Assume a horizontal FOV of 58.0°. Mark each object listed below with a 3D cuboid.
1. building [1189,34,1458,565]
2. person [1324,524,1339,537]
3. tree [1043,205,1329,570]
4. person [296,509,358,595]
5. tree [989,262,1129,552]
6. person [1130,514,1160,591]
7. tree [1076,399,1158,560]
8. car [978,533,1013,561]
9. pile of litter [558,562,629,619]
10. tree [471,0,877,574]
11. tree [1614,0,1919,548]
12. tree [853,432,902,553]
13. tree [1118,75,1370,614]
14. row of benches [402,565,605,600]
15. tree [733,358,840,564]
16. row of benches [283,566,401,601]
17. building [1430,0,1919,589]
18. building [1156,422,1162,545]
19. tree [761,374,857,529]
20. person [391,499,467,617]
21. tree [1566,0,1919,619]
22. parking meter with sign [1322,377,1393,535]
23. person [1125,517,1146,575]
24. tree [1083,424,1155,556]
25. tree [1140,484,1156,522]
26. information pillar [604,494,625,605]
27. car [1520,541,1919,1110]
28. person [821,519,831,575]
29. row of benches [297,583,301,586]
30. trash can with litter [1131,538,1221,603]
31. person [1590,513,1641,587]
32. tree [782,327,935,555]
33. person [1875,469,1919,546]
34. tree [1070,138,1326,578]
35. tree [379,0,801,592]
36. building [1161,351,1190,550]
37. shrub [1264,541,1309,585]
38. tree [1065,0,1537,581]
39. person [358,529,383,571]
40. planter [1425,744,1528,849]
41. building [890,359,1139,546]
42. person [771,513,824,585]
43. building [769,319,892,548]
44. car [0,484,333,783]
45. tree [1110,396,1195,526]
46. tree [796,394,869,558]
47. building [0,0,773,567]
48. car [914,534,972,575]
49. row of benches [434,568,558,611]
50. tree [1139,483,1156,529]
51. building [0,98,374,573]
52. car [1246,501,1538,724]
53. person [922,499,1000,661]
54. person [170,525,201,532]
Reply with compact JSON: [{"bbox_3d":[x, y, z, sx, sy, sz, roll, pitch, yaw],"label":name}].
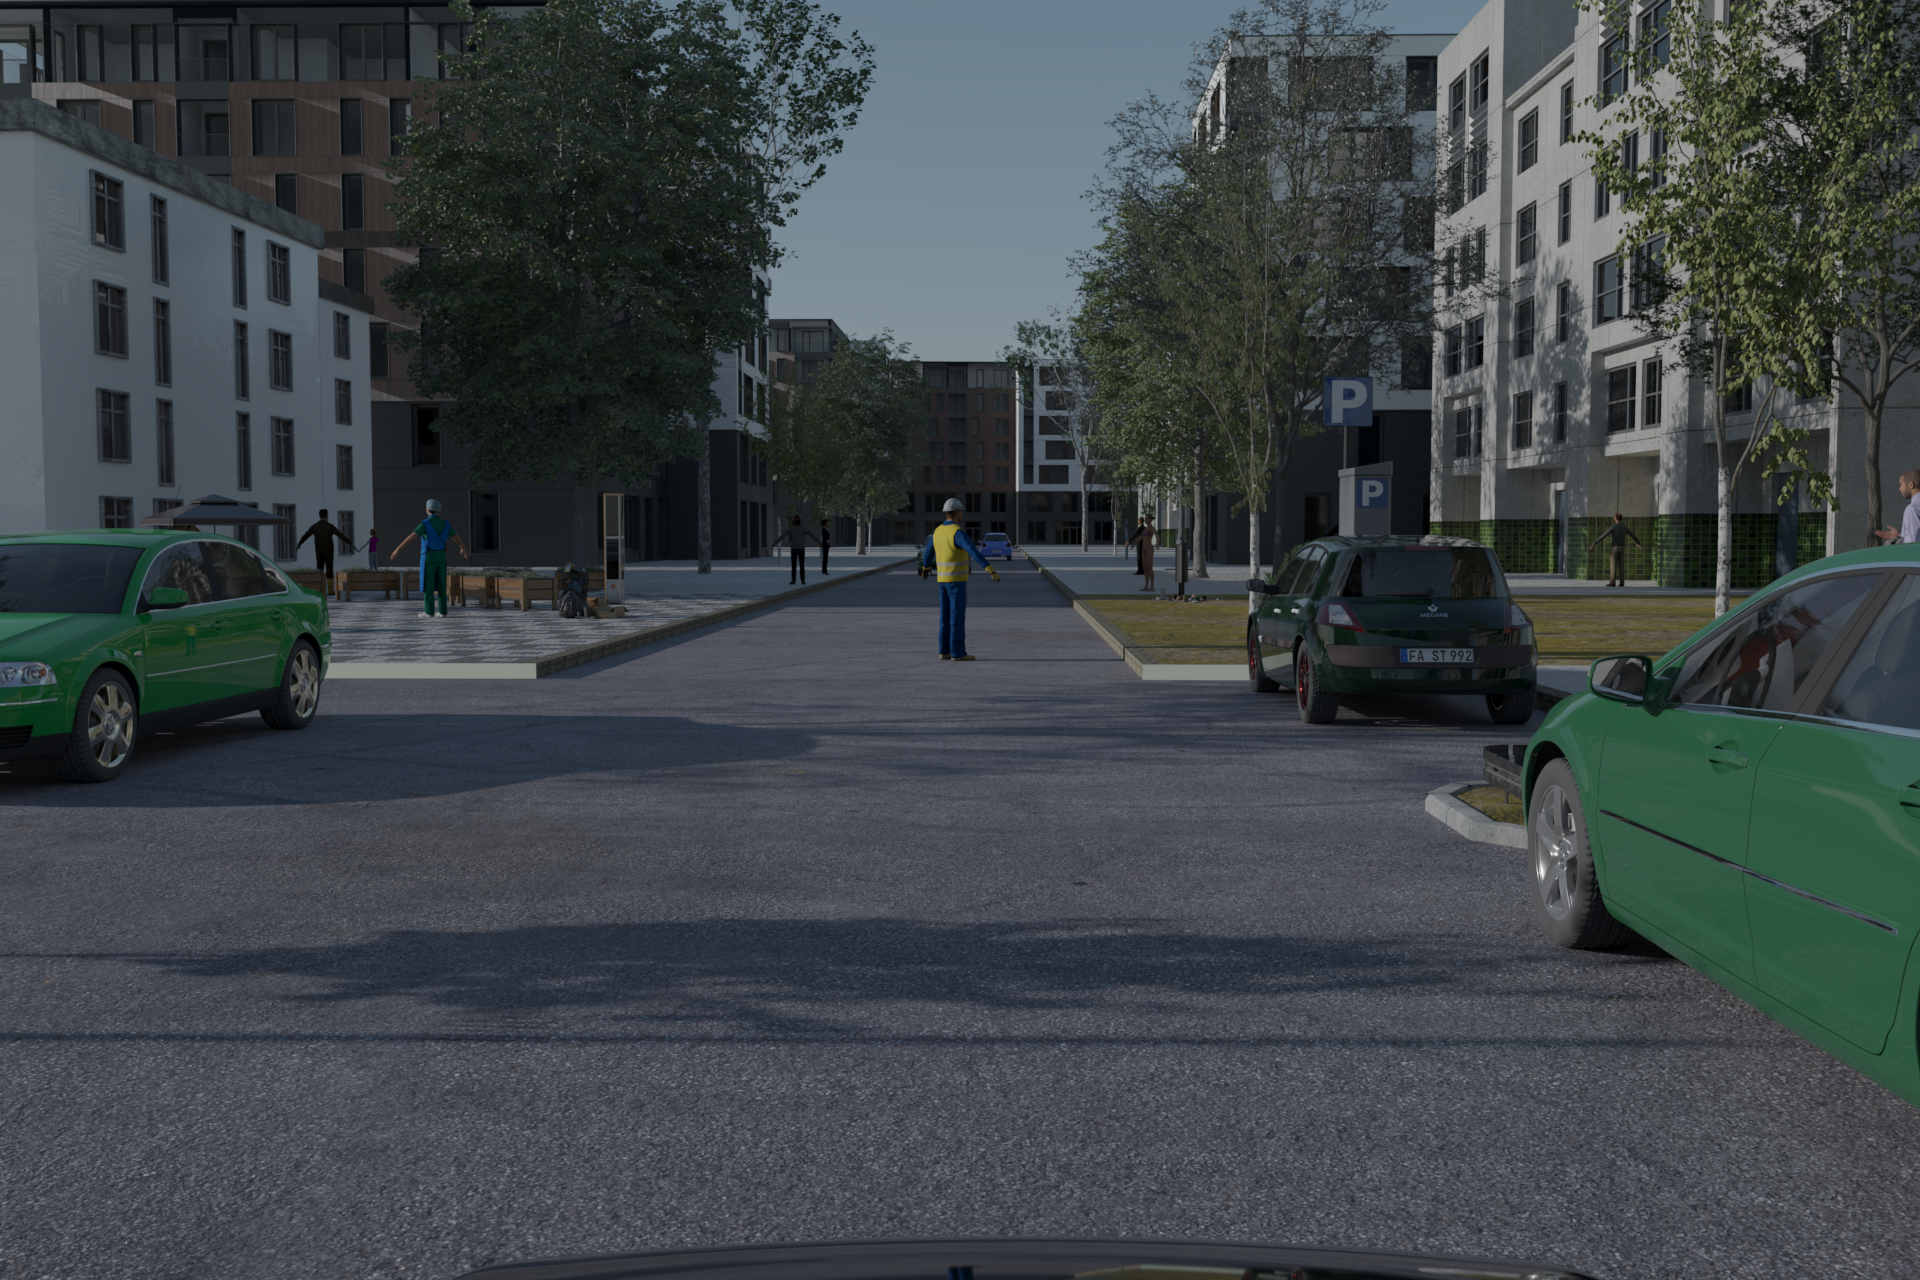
[{"bbox_3d":[25.351,-14.883,87.309,27.936,21.610,32.646,0,4,1],"label":"building"},{"bbox_3d":[8.945,-2.082,40.228,1.347,1.806,0.705,1,4,11],"label":"person"},{"bbox_3d":[8.006,-9.245,61.522,12.009,13.543,11.850,0,3,0],"label":"tree"},{"bbox_3d":[-13.289,-1.842,36.258,1.346,1.812,0.704,0,4,5],"label":"person"},{"bbox_3d":[8.414,-16.273,121.948,12.611,20.169,13.585,0,3,0],"label":"tree"},{"bbox_3d":[4.158,-1.960,38.847,0.721,1.733,1.217,-1,4,-23],"label":"person"},{"bbox_3d":[8.428,-8.256,85.345,4.360,8.622,3.978,0,3,0],"label":"tree"},{"bbox_3d":[1.930,-5.136,93.556,1.945,1.707,3.694,0,3,0],"label":"car"},{"bbox_3d":[-5.722,-0.789,26.873,1.176,0.858,1.719,0,4,3],"label":"pile of litter"},{"bbox_3d":[-9.541,-12.247,56.128,12.611,20.169,13.585,0,3,0],"label":"tree"},{"bbox_3d":[13.714,-5.621,26.316,7.601,10.594,8.767,0,4,7],"label":"tree"},{"bbox_3d":[-5.978,-10.249,117.931,4.737,8.622,4.395,0,3,0],"label":"tree"},{"bbox_3d":[4.928,-4.710,27.372,4.360,8.622,3.978,0,3,0],"label":"tree"},{"bbox_3d":[-8.849,-1.147,34.224,4.104,0.672,1.422,-1,4,-14],"label":"row of benches"},{"bbox_3d":[-7.425,-7.516,73.249,4.737,8.622,4.395,0,3,0],"label":"tree"},{"bbox_3d":[-12.746,-1.064,32.865,4.104,0.672,1.422,-3,4,-39],"label":"row of benches"},{"bbox_3d":[25.674,-11.142,48.636,16.747,18.905,31.486,0,4,1],"label":"building"},{"bbox_3d":[30.398,-19.319,182.324,16.747,18.905,31.486,0,4,2],"label":"building"},{"bbox_3d":[-7.154,-7.908,79.663,4.737,8.622,4.395,0,3,0],"label":"tree"},{"bbox_3d":[-8.141,-1.261,26.750,0.704,1.817,1.347,3,4,38],"label":"person"},{"bbox_3d":[8.870,-4.221,19.368,4.737,8.622,4.395,0,3,0],"label":"tree"},{"bbox_3d":[4.302,-1.360,18.504,0.543,3.016,1.738,0,4,0],"label":"parking meter with sign"},{"bbox_3d":[5.675,-2.951,54.467,0.704,1.802,1.346,3,5,41],"label":"person"},{"bbox_3d":[8.797,-9.183,100.507,4.360,8.622,3.978,0,3,0],"label":"tree"},{"bbox_3d":[24.902,-16.159,214.561,4.360,8.622,3.978,0,3,0],"label":"tree"},{"bbox_3d":[-6.286,-1.652,31.505,0.304,2.012,0.304,0,4,2],"label":"information pillar"},{"bbox_3d":[2.940,0.441,4.591,2.131,1.459,4.920,0,4,1],"label":"car"},{"bbox_3d":[-4.140,-2.905,54.217,0.721,1.740,1.216,0,4,-8],"label":"person"},{"bbox_3d":[-10.652,-0.425,22.414,4.104,0.672,1.422,-1,4,-20],"label":"row of benches"},{"bbox_3d":[4.196,-1.359,33.274,1.678,1.210,2.233,0,4,1],"label":"trash can with litter"},{"bbox_3d":[16.077,-2.208,42.370,1.348,1.796,0.705,-1,4,-9],"label":"person"},{"bbox_3d":[-6.249,-12.248,106.912,9.857,13.997,8.962,0,3,0],"label":"tree"},{"bbox_3d":[8.179,-0.558,15.038,0.709,1.838,0.599,-3,4,-36],"label":"person"},{"bbox_3d":[6.893,-8.068,50.032,7.486,12.596,7.792,0,3,0],"label":"tree"},{"bbox_3d":[-8.444,-8.051,38.296,9.857,13.997,8.962,0,3,0],"label":"tree"},{"bbox_3d":[27.234,-17.354,150.189,16.747,18.905,31.486,0,4,2],"label":"building"},{"bbox_3d":[4.428,-0.685,22.321,1.383,1.207,1.383,0,3,0],"label":"shrub"},{"bbox_3d":[7.079,-7.777,37.522,12.009,13.543,11.850,0,3,0],"label":"tree"},{"bbox_3d":[-16.487,-2.400,48.501,0.599,1.433,0.991,1,4,20],"label":"person"},{"bbox_3d":[3.392,0.769,8.560,1.991,0.319,1.994,0,4,2],"label":"planter"},{"bbox_3d":[3.712,-22.489,214.127,32.646,21.610,27.936,0,4,-3],"label":"building"},{"bbox_3d":[-4.123,-2.318,44.020,1.348,1.813,0.705,0,4,3],"label":"person"},{"bbox_3d":[-22.177,-20.615,181.034,27.936,21.610,32.646,0,4,2],"label":"building"},{"bbox_3d":[-5.737,-0.159,11.388,1.959,1.807,4.718,0,4,2],"label":"car"},{"bbox_3d":[7.631,-7.447,72.121,4.360,8.622,3.978,0,3,0],"label":"tree"},{"bbox_3d":[-7.579,-8.662,91.989,4.360,8.622,3.978,0,3,0],"label":"tree"},{"bbox_3d":[-24.907,-14.610,82.848,27.936,21.610,32.646,0,4,1],"label":"building"},{"bbox_3d":[-0.527,-3.054,61.734,2.131,1.459,4.920,0,4,2],"label":"car"},{"bbox_3d":[-8.312,-0.918,30.467,1.422,0.672,4.104,-3,5,-39],"label":"row of benches"},{"bbox_3d":[23.994,-15.834,209.241,4.360,8.622,3.978,0,3,0],"label":"tree"},{"bbox_3d":[-21.934,-6.454,47.670,9.099,9.664,28.070,0,4,2],"label":"building"},{"bbox_3d":[3.471,-0.285,14.454,2.009,1.686,4.222,0,4,1],"label":"car"},{"bbox_3d":[-0.054,-0.687,19.658,0.705,1.833,1.349,-3,4,-38],"label":"person"},{"bbox_3d":[-16.883,-1.949,37.627,1.354,1.858,0.705,0,4,3],"label":"person"}]
